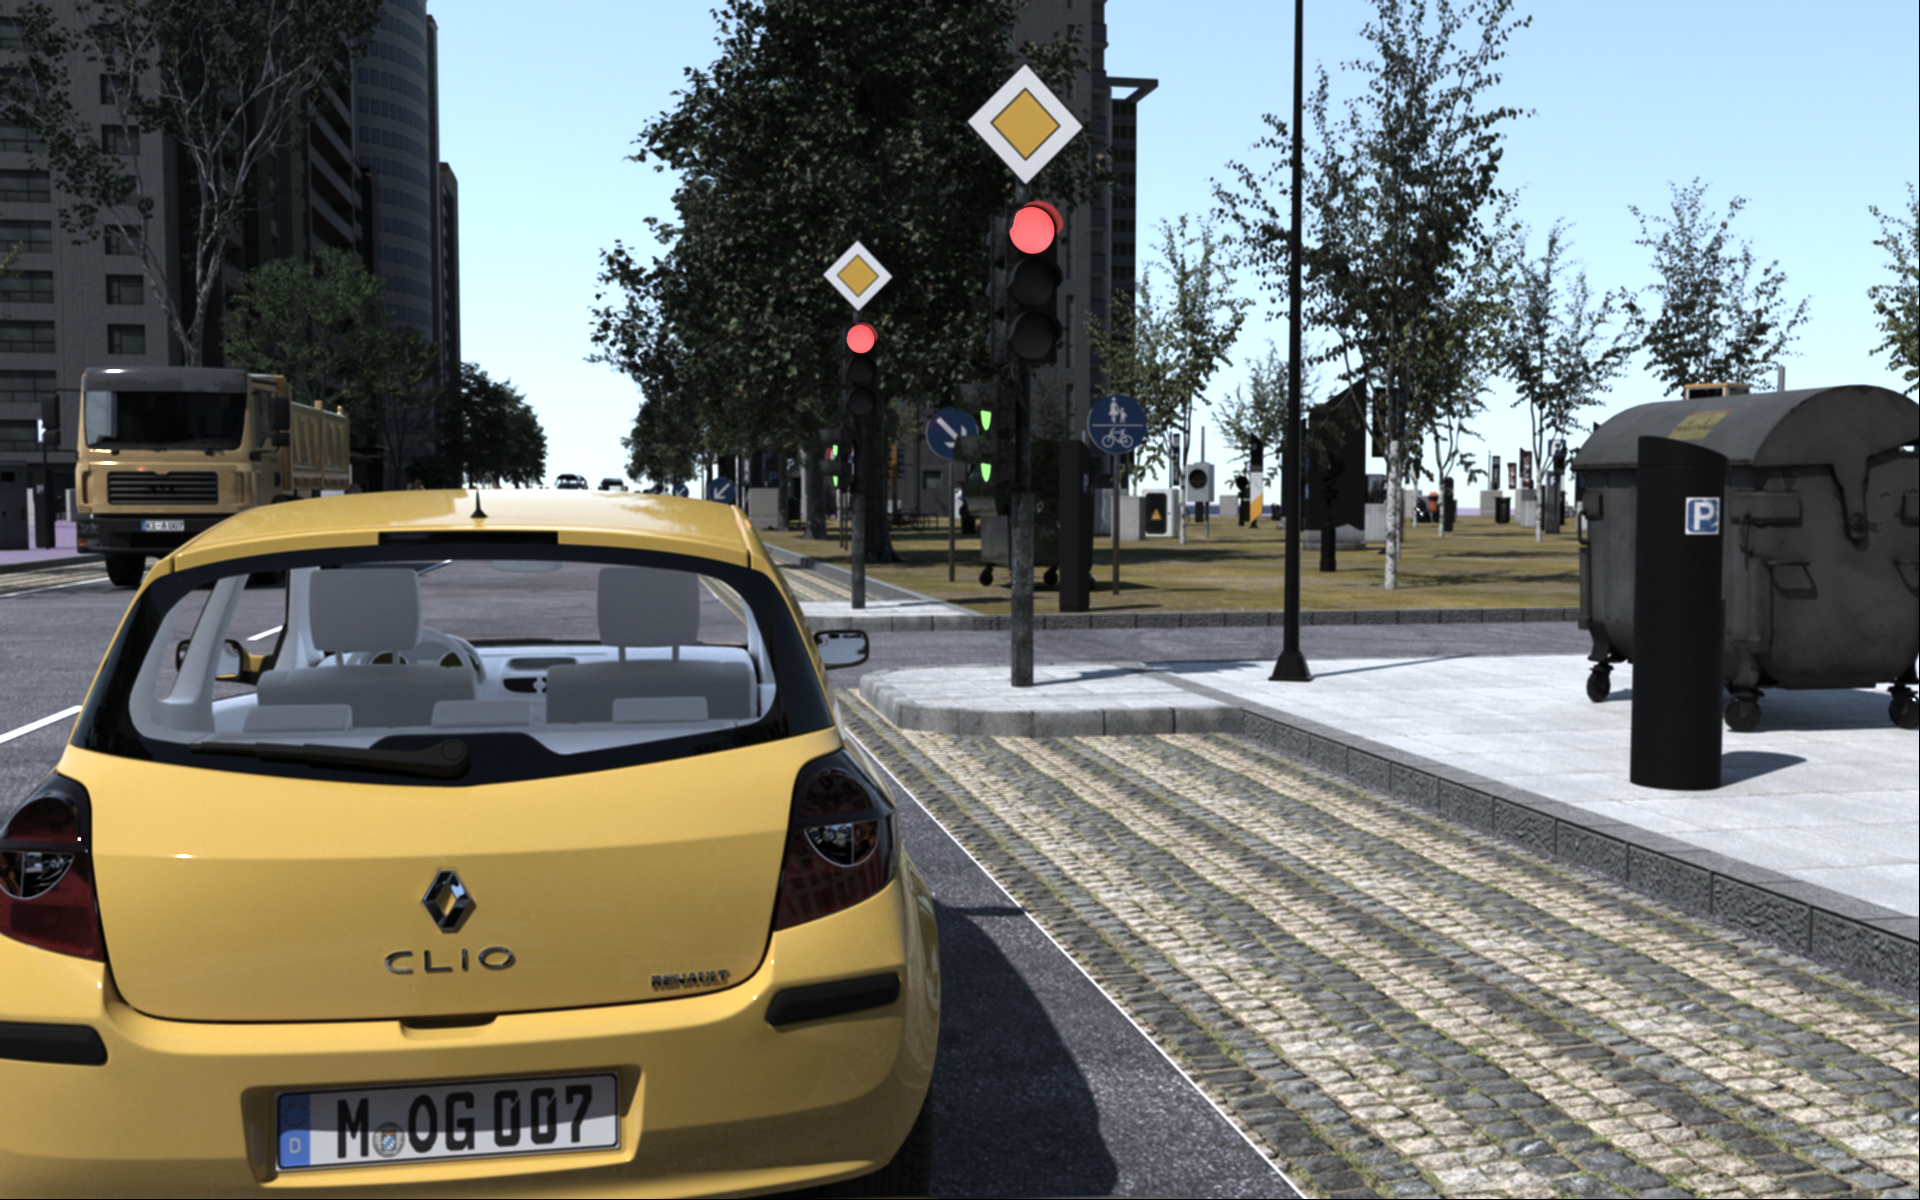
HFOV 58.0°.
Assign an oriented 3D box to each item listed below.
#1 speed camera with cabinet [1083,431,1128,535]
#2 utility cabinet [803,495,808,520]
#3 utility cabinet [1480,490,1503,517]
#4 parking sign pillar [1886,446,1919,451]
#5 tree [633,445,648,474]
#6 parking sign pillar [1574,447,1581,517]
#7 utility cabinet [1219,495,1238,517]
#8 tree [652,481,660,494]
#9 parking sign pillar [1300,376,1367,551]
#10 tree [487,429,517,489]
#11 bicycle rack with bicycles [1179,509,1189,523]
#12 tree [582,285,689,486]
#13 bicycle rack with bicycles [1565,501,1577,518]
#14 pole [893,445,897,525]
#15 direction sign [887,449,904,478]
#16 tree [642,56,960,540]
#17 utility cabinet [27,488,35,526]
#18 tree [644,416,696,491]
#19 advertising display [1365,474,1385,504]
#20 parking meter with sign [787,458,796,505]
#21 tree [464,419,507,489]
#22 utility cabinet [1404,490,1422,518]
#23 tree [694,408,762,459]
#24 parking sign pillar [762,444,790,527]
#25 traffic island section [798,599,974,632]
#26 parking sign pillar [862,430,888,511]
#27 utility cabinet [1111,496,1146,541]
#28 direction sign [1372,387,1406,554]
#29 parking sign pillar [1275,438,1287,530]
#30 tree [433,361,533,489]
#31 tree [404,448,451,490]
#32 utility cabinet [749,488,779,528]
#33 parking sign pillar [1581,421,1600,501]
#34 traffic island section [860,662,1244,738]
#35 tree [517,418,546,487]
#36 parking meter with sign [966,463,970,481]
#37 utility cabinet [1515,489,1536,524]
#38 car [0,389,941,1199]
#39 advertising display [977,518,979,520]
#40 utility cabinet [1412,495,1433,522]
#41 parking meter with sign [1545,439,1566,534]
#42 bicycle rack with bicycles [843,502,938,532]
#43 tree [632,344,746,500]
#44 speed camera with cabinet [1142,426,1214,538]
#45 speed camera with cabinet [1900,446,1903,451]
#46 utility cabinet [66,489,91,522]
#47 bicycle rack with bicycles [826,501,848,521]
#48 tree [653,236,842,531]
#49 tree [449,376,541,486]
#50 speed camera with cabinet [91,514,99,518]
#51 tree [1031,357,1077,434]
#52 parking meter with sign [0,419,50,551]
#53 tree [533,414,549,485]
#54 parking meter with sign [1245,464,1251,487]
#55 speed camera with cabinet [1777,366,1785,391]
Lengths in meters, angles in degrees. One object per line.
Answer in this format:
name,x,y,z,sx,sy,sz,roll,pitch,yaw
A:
speed camera with cabinet,4.335,-3.686,54.609,2.038,3.252,0.660,-2,4,-34
utility cabinet,-7.456,-4.677,87.627,1.020,1.237,0.306,-3,5,-44
utility cabinet,29.558,-5.363,96.364,1.173,1.500,0.318,1,4,16
parking sign pillar,42.351,-5.488,78.202,1.447,3.967,1.447,-1,4,-8
tree,-41.296,-19.046,237.155,9.928,11.665,9.643,0,3,0
parking sign pillar,35.719,-6.731,98.522,1.447,3.967,1.447,0,4,-3
utility cabinet,15.187,-5.299,97.804,1.020,1.237,0.306,1,4,20
tree,-39.283,-14.099,225.113,1.663,3.219,1.824,0,3,0
parking sign pillar,8.575,-3.125,39.573,1.447,3.967,1.447,0,4,-2
tree,-32.790,-10.702,100.741,9.928,11.665,9.643,0,3,0
bicycle rack with bicycles,8.757,-3.819,75.823,2.852,0.926,2.925,2,4,23
tree,-26.465,-18.141,152.494,12.611,20.169,13.585,0,3,0
bicycle rack with bicycles,32.013,-4.867,92.953,2.925,0.926,2.852,2,4,31
pole,-2.689,-4.752,71.535,0.158,3.312,0.155,0,3,0
direction sign,-3.222,-5.767,86.294,0.876,3.537,0.379,0,4,5
tree,-4.109,-8.694,48.797,9.857,13.997,8.962,0,3,0
utility cabinet,-36.216,-3.642,68.224,1.173,1.500,0.318,2,4,28
tree,-22.150,-11.339,135.761,4.360,8.622,3.978,0,3,0
advertising display,13.395,-3.105,55.977,0.974,1.923,0.123,-3,5,-44
parking meter with sign,-8.471,-5.438,85.172,0.543,3.016,1.738,-1,4,-15
tree,-43.161,-12.637,156.974,4.360,8.622,3.978,0,3,0
utility cabinet,24.133,-5.139,92.700,0.318,1.500,1.173,-3,5,-43
tree,-12.082,-8.576,90.572,4.737,8.622,4.395,0,3,0
parking sign pillar,-7.337,-4.811,67.129,1.447,3.967,1.447,-1,4,-14
traffic island section,-1.115,0.176,19.410,2.009,0.180,2.903,-1,4,-11
parking sign pillar,-3.639,-5.034,70.773,1.447,3.967,1.447,-1,4,-14
utility cabinet,4.683,-2.262,48.140,1.020,1.237,0.306,3,5,44
direction sign,9.131,-2.749,36.937,0.876,3.537,0.379,-2,4,-26
parking sign pillar,12.061,-4.501,62.056,1.447,3.967,1.447,-2,4,-24
tree,-41.416,-14.046,147.771,7.486,12.596,7.792,0,3,0
tree,-37.478,-8.465,122.116,4.285,4.588,4.351,0,3,0
utility cabinet,-7.230,-3.398,64.237,1.173,1.500,0.318,-1,4,-16
parking sign pillar,23.916,-4.604,63.750,1.447,3.967,1.447,2,4,35
traffic island section,0.439,0.655,11.578,2.009,0.180,2.903,-1,4,-11
tree,-58.519,-18.463,227.623,9.928,11.665,9.643,0,3,0
parking meter with sign,1.249,-6.120,96.329,1.738,3.016,0.543,1,4,16
utility cabinet,23.926,-3.952,73.293,1.173,1.500,0.318,-3,5,-42
car,-1.167,0.342,4.634,2.015,1.641,3.980,-1,4,-11
advertising display,1.162,-4.865,84.760,0.123,1.923,0.974,-3,5,-40
utility cabinet,21.596,-4.251,80.673,1.020,1.237,0.306,-1,4,-16
parking meter with sign,19.214,-3.656,56.043,0.543,3.016,1.738,1,4,14
bicycle rack with bicycles,-2.135,-2.821,59.500,2.925,0.926,2.852,-1,4,-23
tree,-14.620,-10.088,99.347,8.767,10.594,7.601,0,4,-6
speed camera with cabinet,6.344,-3.432,50.442,2.038,3.252,0.660,2,4,25
speed camera with cabinet,31.103,-3.939,58.745,2.038,3.252,0.660,2,4,31
utility cabinet,-40.486,-4.341,79.661,0.318,1.500,1.173,2,4,26
bicycle rack with bicycles,-5.803,-4.300,83.682,2.925,0.926,2.852,-1,4,-18
tree,-6.408,-8.613,58.957,7.486,12.596,7.792,0,3,0
tree,-49.988,-17.115,186.491,9.857,13.997,8.962,0,3,0
speed camera with cabinet,-33.184,-4.518,68.203,2.038,3.252,0.660,1,4,8
tree,4.468,-8.744,93.334,4.360,8.622,3.978,0,3,0
parking meter with sign,-21.765,-2.649,39.567,0.543,3.016,1.738,3,5,42
tree,-59.659,-19.531,237.461,7.486,12.596,7.792,0,3,0
parking meter with sign,16.464,-6.222,97.995,0.543,3.016,1.738,0,4,5
speed camera with cabinet,13.284,-2.022,27.388,2.038,3.252,0.660,-2,4,-24
